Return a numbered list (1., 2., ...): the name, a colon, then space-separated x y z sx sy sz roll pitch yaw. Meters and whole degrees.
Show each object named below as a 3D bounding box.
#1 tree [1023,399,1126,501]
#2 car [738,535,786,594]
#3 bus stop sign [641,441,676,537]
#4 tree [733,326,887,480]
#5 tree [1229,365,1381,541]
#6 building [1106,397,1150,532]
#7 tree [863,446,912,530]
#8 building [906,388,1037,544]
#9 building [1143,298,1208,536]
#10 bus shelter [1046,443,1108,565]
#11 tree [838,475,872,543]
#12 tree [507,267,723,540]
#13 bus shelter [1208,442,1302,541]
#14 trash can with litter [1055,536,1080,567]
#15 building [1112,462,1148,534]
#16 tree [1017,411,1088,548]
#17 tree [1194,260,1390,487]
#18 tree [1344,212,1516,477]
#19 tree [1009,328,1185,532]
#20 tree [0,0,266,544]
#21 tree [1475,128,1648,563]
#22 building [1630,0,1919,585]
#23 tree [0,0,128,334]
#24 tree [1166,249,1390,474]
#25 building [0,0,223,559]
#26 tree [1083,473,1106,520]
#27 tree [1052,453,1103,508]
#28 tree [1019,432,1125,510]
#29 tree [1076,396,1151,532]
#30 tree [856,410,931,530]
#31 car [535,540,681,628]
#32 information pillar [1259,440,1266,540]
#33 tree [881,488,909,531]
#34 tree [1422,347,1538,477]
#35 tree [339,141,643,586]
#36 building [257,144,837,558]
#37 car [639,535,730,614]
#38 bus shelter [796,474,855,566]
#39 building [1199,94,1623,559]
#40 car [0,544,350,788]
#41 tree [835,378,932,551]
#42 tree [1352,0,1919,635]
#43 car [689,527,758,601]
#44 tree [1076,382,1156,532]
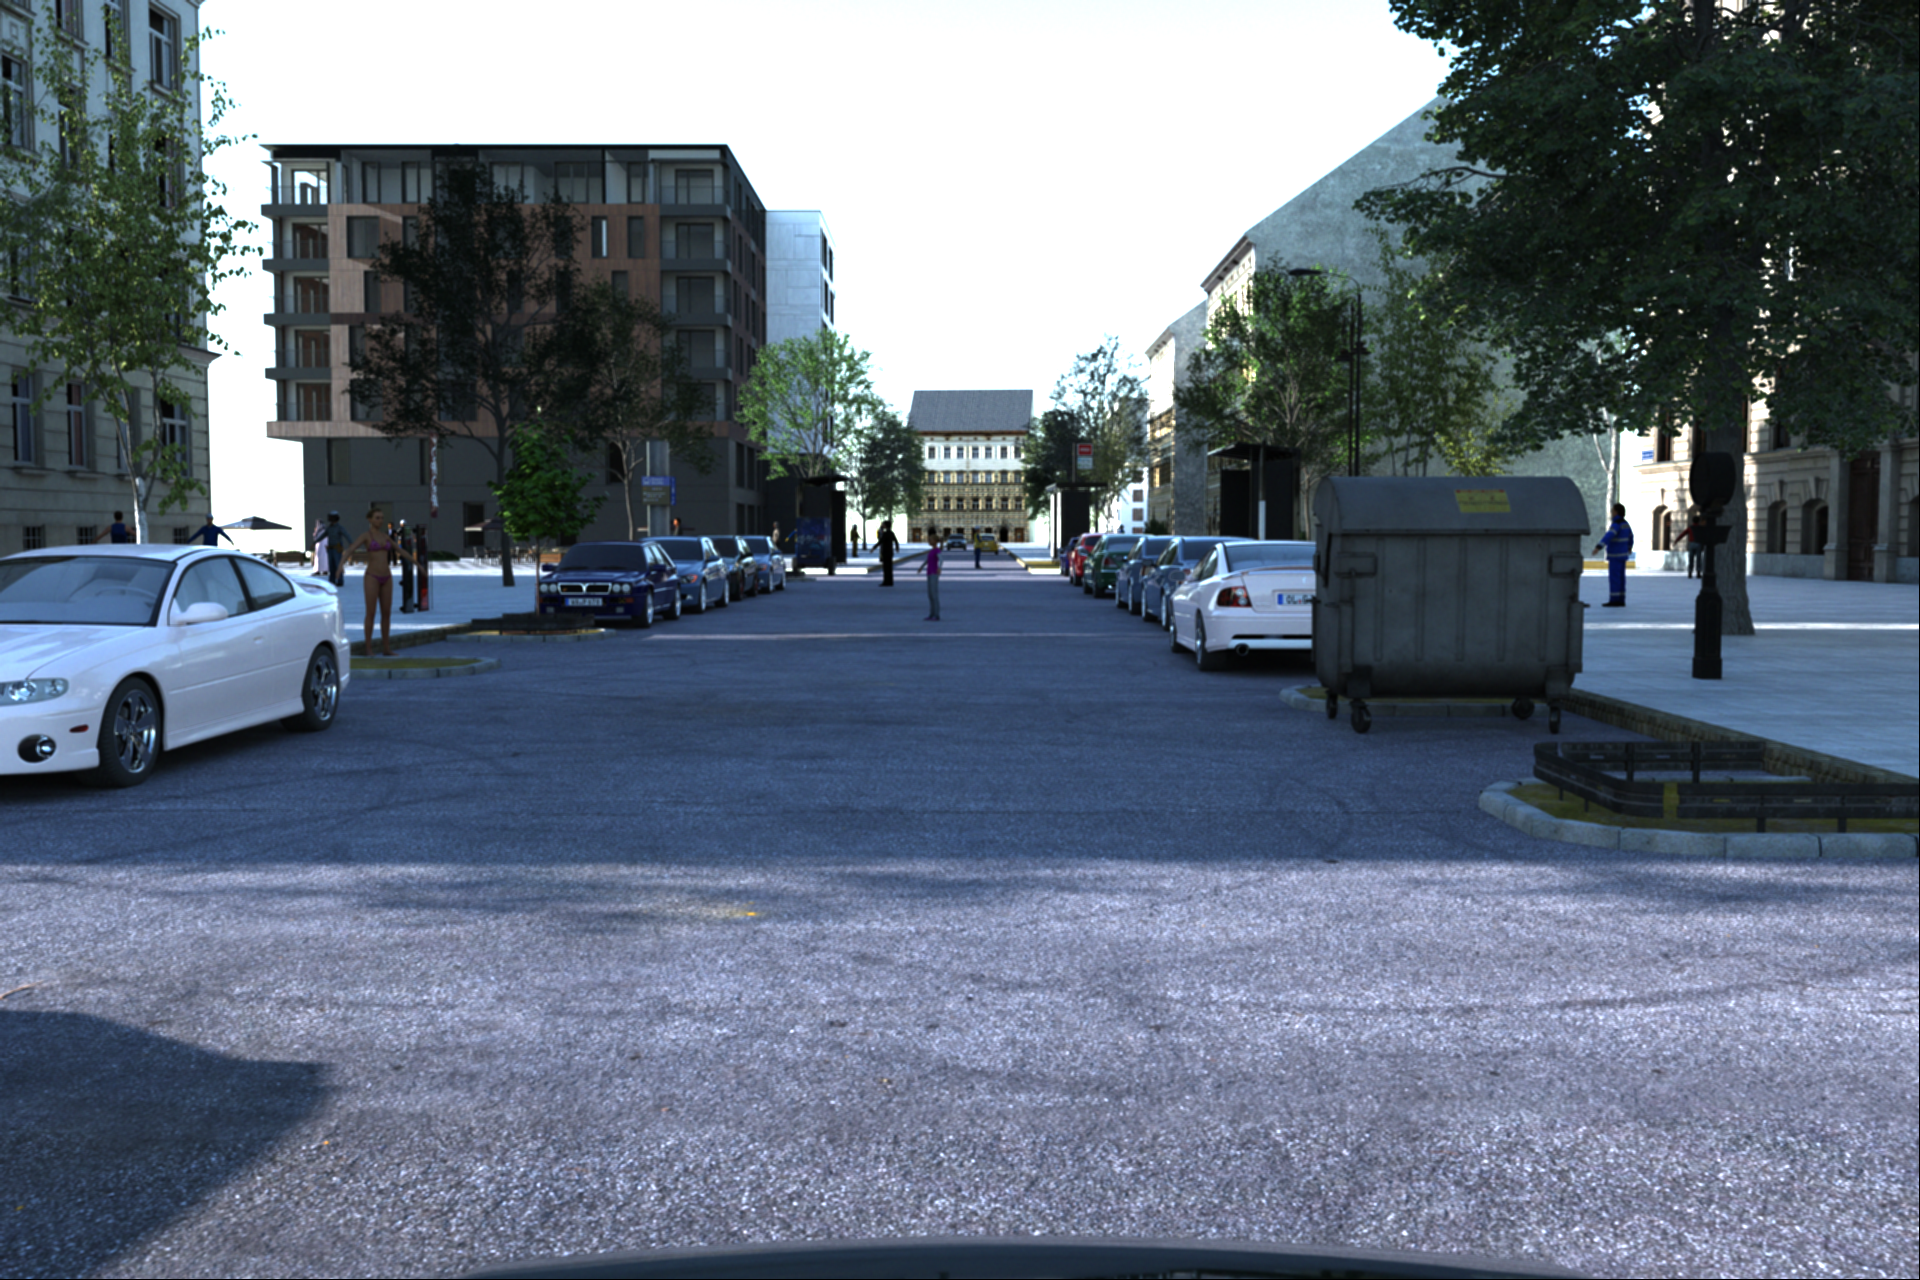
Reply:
1. tree: 7.988 -11.273 118.732 7.601 10.594 8.767 -3 5 -44
2. car: -5.364 -1.894 42.973 2.014 1.417 4.499 0 4 1
3. bus stop sign: -8.602 -3.696 49.445 0.837 3.901 0.837 0 3 0
4. tree: -7.346 -9.767 85.446 9.928 11.665 9.643 0 3 0
5. tree: 16.335 -9.047 82.331 7.601 10.594 8.767 1 4 9
6. building: 28.989 -22.372 232.246 16.747 18.905 31.486 0 4 1
7. tree: -6.645 -11.885 144.680 4.360 8.622 3.978 0 3 0
8. building: 2.046 -26.148 260.900 18.063 23.208 19.493 0 4 6
9. building: 24.872 -18.600 135.034 19.493 23.208 18.063 0 4 1
10. bus shelter: 4.855 -5.904 74.155 2.179 5.291 8.768 0 4 -1
11. tree: -16.099 -19.861 259.145 7.601 10.594 8.767 0 4 8
12. tree: -11.818 -7.748 61.099 7.601 10.594 8.767 1 4 9
13. bus shelter: 7.976 -3.423 47.243 1.731 3.624 6.357 0 4 1
14. trash can with litter: 4.589 -3.428 67.113 1.678 1.210 2.233 0 4 -1
15. building: 23.195 -15.944 202.834 9.099 9.664 28.070 0 4 1
16. tree: 8.604 -14.714 158.695 7.486 12.596 7.792 0 3 0
17. tree: 12.780 -8.650 67.189 9.928 11.665 9.643 0 3 0
18. tree: 10.469 -5.455 39.554 4.737 8.622 4.395 0 3 0
19. tree: 8.220 -11.755 102.557 12.009 13.543 11.850 0 3 0
20. tree: -11.382 -4.476 23.541 4.737 8.622 4.395 0 3 0
21. tree: 29.741 -13.594 78.157 12.611 20.169 13.585 0 3 0
22. building: 29.778 -13.860 45.701 14.460 24.649 34.723 0 4 0
23. tree: -11.993 -4.162 18.405 4.360 8.622 3.978 0 3 0
24. tree: 10.472 -7.549 57.840 8.767 10.594 7.601 3 4 39
25. building: -30.188 -12.623 38.401 16.112 23.069 30.059 0 3 0
26. tree: 20.175 -21.135 255.932 12.009 13.543 11.850 0 3 0
27. tree: 8.493 -10.946 129.335 4.737 8.622 4.395 0 3 0
28. tree: 8.997 -12.699 142.043 8.767 10.594 7.601 -1 4 -18
29. tree: 7.777 -8.729 93.078 4.360 8.622 3.978 0 3 0
30. tree: -6.116 -14.681 158.166 7.486 12.596 7.792 0 3 0
31. car: -5.561 -0.918 27.598 1.945 1.354 3.894 0 4 1
32. information pillar: 7.559 -3.179 43.338 0.183 3.616 0.504 0 4 1
33. tree: -7.169 -13.417 169.727 4.360 8.622 3.978 0 3 0
34. tree: 19.958 -7.165 67.509 4.737 8.622 4.395 0 3 0
35. tree: -11.419 -6.590 42.163 7.601 10.594 8.767 -1 4 -21
36. building: -22.719 -16.108 107.343 27.936 21.610 32.646 0 3 0
37. car: -5.441 -1.262 32.638 2.014 1.417 4.499 0 4 1
38. bus shelter: -5.428 -4.852 70.619 1.731 3.624 6.357 0 4 2
39. building: 24.098 -16.207 95.919 19.493 23.208 18.063 0 4 1
40. car: -5.570 0.065 11.300 2.083 1.381 4.827 0 4 1
41. tree: -7.549 -13.729 134.833 12.009 13.543 11.850 0 3 0
42. tree: 9.775 -7.042 21.789 9.857 13.997 8.962 0 3 0
43. car: -5.501 -1.740 38.236 2.009 1.686 4.222 0 4 0
44. tree: 7.350 -8.158 83.744 4.360 8.622 3.978 0 3 0
